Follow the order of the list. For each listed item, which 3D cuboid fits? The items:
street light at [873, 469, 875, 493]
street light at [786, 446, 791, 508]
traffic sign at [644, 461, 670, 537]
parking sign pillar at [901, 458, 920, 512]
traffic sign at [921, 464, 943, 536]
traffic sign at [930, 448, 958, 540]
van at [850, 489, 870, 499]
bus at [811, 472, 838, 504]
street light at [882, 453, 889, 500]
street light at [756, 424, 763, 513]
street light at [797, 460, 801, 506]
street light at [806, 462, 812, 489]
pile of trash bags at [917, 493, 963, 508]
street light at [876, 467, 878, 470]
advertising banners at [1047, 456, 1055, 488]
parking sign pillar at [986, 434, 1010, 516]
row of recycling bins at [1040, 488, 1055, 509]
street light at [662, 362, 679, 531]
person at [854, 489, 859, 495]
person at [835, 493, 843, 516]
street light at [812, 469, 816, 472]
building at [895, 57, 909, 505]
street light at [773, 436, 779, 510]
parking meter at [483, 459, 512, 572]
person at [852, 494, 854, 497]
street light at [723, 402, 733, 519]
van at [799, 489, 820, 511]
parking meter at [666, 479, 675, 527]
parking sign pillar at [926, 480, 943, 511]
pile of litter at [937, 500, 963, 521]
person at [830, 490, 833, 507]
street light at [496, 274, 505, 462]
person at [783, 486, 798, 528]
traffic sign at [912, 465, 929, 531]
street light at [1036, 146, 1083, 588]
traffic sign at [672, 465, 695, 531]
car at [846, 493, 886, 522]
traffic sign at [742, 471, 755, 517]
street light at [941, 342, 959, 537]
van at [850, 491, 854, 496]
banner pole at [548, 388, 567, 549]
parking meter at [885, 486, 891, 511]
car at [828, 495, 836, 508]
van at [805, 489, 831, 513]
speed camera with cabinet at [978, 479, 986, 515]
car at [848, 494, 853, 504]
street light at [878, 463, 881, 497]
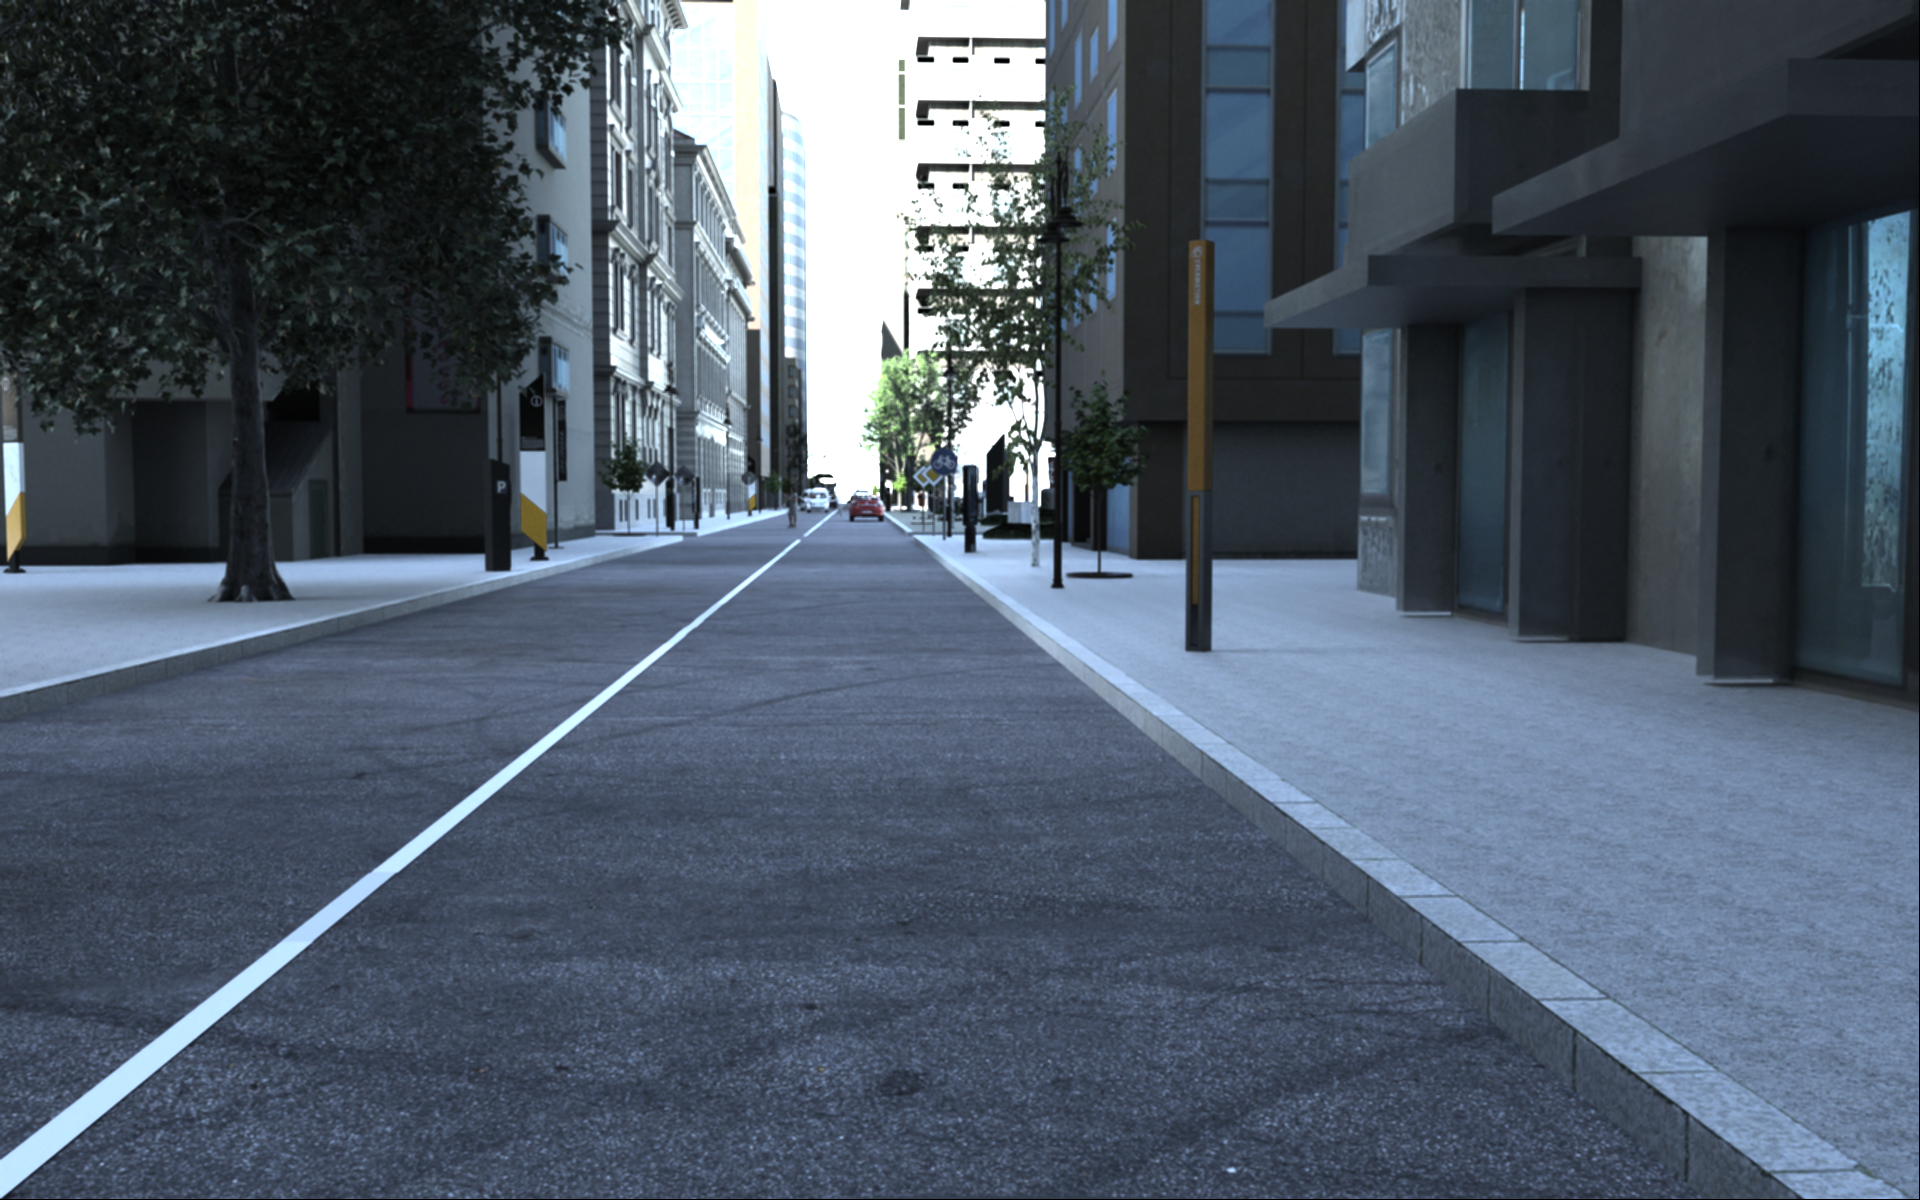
[{"bbox_3d":[-11.535,-16.401,240.938,0.468,5.910,1.993,0,4,-3],"label":"street light"},{"bbox_3d":[-16.188,-11.693,163.963,0.468,5.910,1.993,0,4,-3],"label":"street light"},{"bbox_3d":[-9.077,-2.952,51.909,0.795,2.450,0.064,0,4,-3],"label":"traffic sign"},{"bbox_3d":[-3.641,-8.495,127.361,1.447,3.967,1.447,0,4,6],"label":"parking sign pillar"},{"bbox_3d":[-0.796,-2.981,52.379,0.795,2.450,0.064,0,4,-3],"label":"traffic sign"},{"bbox_3d":[-0.438,-2.933,48.056,0.768,2.556,0.104,0,3,0],"label":"traffic sign"},{"bbox_3d":[-8.463,-8.707,149.377,2.013,2.044,4.112,0,4,-5],"label":"van"},{"bbox_3d":[-15.655,-12.831,201.332,2.896,3.916,12.252,0,4,-2],"label":"bus"},{"bbox_3d":[-6.645,-11.316,157.806,0.468,5.910,1.993,0,4,-3],"label":"street light"},{"bbox_3d":[-13.229,-8.656,114.315,0.468,5.910,1.993,0,4,-3],"label":"street light"},{"bbox_3d":[-17.711,-13.328,190.695,0.468,5.910,1.993,0,4,-3],"label":"street light"},{"bbox_3d":[-19.397,-15.093,219.561,0.468,5.910,1.993,0,4,-3],"label":"street light"},{"bbox_3d":[-1.119,-6.304,112.820,3.447,1.369,1.912,1,4,11],"label":"pile of trash bags"},{"bbox_3d":[-9.853,-14.596,211.424,0.468,5.910,1.993,0,4,-3],"label":"street light"},{"bbox_3d":[4.769,-5.112,79.767,0.090,3.025,2.074,-3,5,-44],"label":"advertising banners"},{"bbox_3d":[1.706,-5.463,77.786,1.447,3.967,1.447,-2,4,-35],"label":"parking sign pillar"},{"bbox_3d":[6.221,-6.720,116.982,1.069,1.692,3.534,1,4,17],"label":"row of recycling bins"},{"bbox_3d":[-10.087,-5.370,60.595,0.468,5.910,1.993,0,4,-3],"label":"street light"},{"bbox_3d":[-7.728,-7.435,129.917,0.638,1.841,0.748,-2,4,-24],"label":"person"},{"bbox_3d":[-7.790,-6.174,112.038,0.523,1.515,0.503,1,4,22],"label":"person"},{"bbox_3d":[-21.080,-16.726,246.250,0.468,5.910,1.993,0,4,-3],"label":"street light"},{"bbox_3d":[-2.384,-51.719,283.851,20.563,71.187,20.611,0,4,-3],"label":"building"},{"bbox_3d":[-14.593,-10.060,137.269,0.468,5.910,1.993,0,4,-3],"label":"street light"},{"bbox_3d":[-7.692,-1.414,28.832,0.255,1.863,0.399,3,4,39],"label":"parking meter"},{"bbox_3d":[-12.602,-12.340,210.278,1.348,1.821,0.705,1,4,11],"label":"person"},{"bbox_3d":[-11.691,-7.003,87.289,0.468,5.910,1.993,0,4,-3],"label":"street light"},{"bbox_3d":[-12.919,-8.732,149.773,2.013,2.044,4.112,0,4,-3],"label":"van"},{"bbox_3d":[-11.190,-3.744,66.918,0.255,1.863,0.399,1,4,8],"label":"parking meter"},{"bbox_3d":[-1.878,-8.893,133.874,1.447,3.967,1.447,0,4,2],"label":"parking sign pillar"},{"bbox_3d":[-0.484,-4.174,82.206,1.176,0.858,1.719,-3,4,-37],"label":"pile of litter"},{"bbox_3d":[-14.285,-11.281,192.575,0.705,1.869,1.348,0,4,-5],"label":"person"},{"bbox_3d":[-8.203,-3.549,30.815,0.468,5.910,1.993,0,4,-3],"label":"street light"},{"bbox_3d":[-7.236,-3.972,73.803,0.532,1.782,0.716,-2,4,-33],"label":"person"},{"bbox_3d":[-1.270,-3.468,60.350,0.795,2.450,0.064,0,4,-3],"label":"traffic sign"},{"bbox_3d":[1.336,-3.103,23.524,0.468,5.910,1.993,0,4,-3],"label":"street light"},{"bbox_3d":[-9.551,-3.440,59.880,0.795,2.450,0.064,0,4,-3],"label":"traffic sign"},{"bbox_3d":[-4.972,-5.067,91.887,2.155,1.783,4.494,0,4,-4],"label":"car"},{"bbox_3d":[-11.869,-5.938,97.190,0.768,2.556,0.104,0,4,0],"label":"traffic sign"},{"bbox_3d":[-0.318,-4.823,51.640,0.468,5.910,1.993,0,4,-3],"label":"street light"},{"bbox_3d":[-15.423,-15.419,259.114,2.013,2.044,4.112,0,4,-4],"label":"van"},{"bbox_3d":[-9.403,-3.097,40.660,0.401,3.779,0.863,-3,4,-37],"label":"banner pole"},{"bbox_3d":[-5.345,-7.518,128.623,0.399,1.863,0.255,0,4,2],"label":"parking meter"},{"bbox_3d":[-13.730,-10.221,179.685,1.945,1.354,3.894,0,4,-4],"label":"car"},{"bbox_3d":[-10.935,-7.731,133.407,2.013,2.044,4.112,0,4,-3],"label":"van"},{"bbox_3d":[1.436,-6.683,103.596,0.660,3.252,2.038,-1,4,-19],"label":"speed camera with cabinet"},{"bbox_3d":[-14.442,-14.002,239.157,2.015,1.641,3.980,0,4,-4],"label":"car"},{"bbox_3d":[-8.230,-12.963,184.731,0.468,5.910,1.993,0,4,-3],"label":"street light"}]
